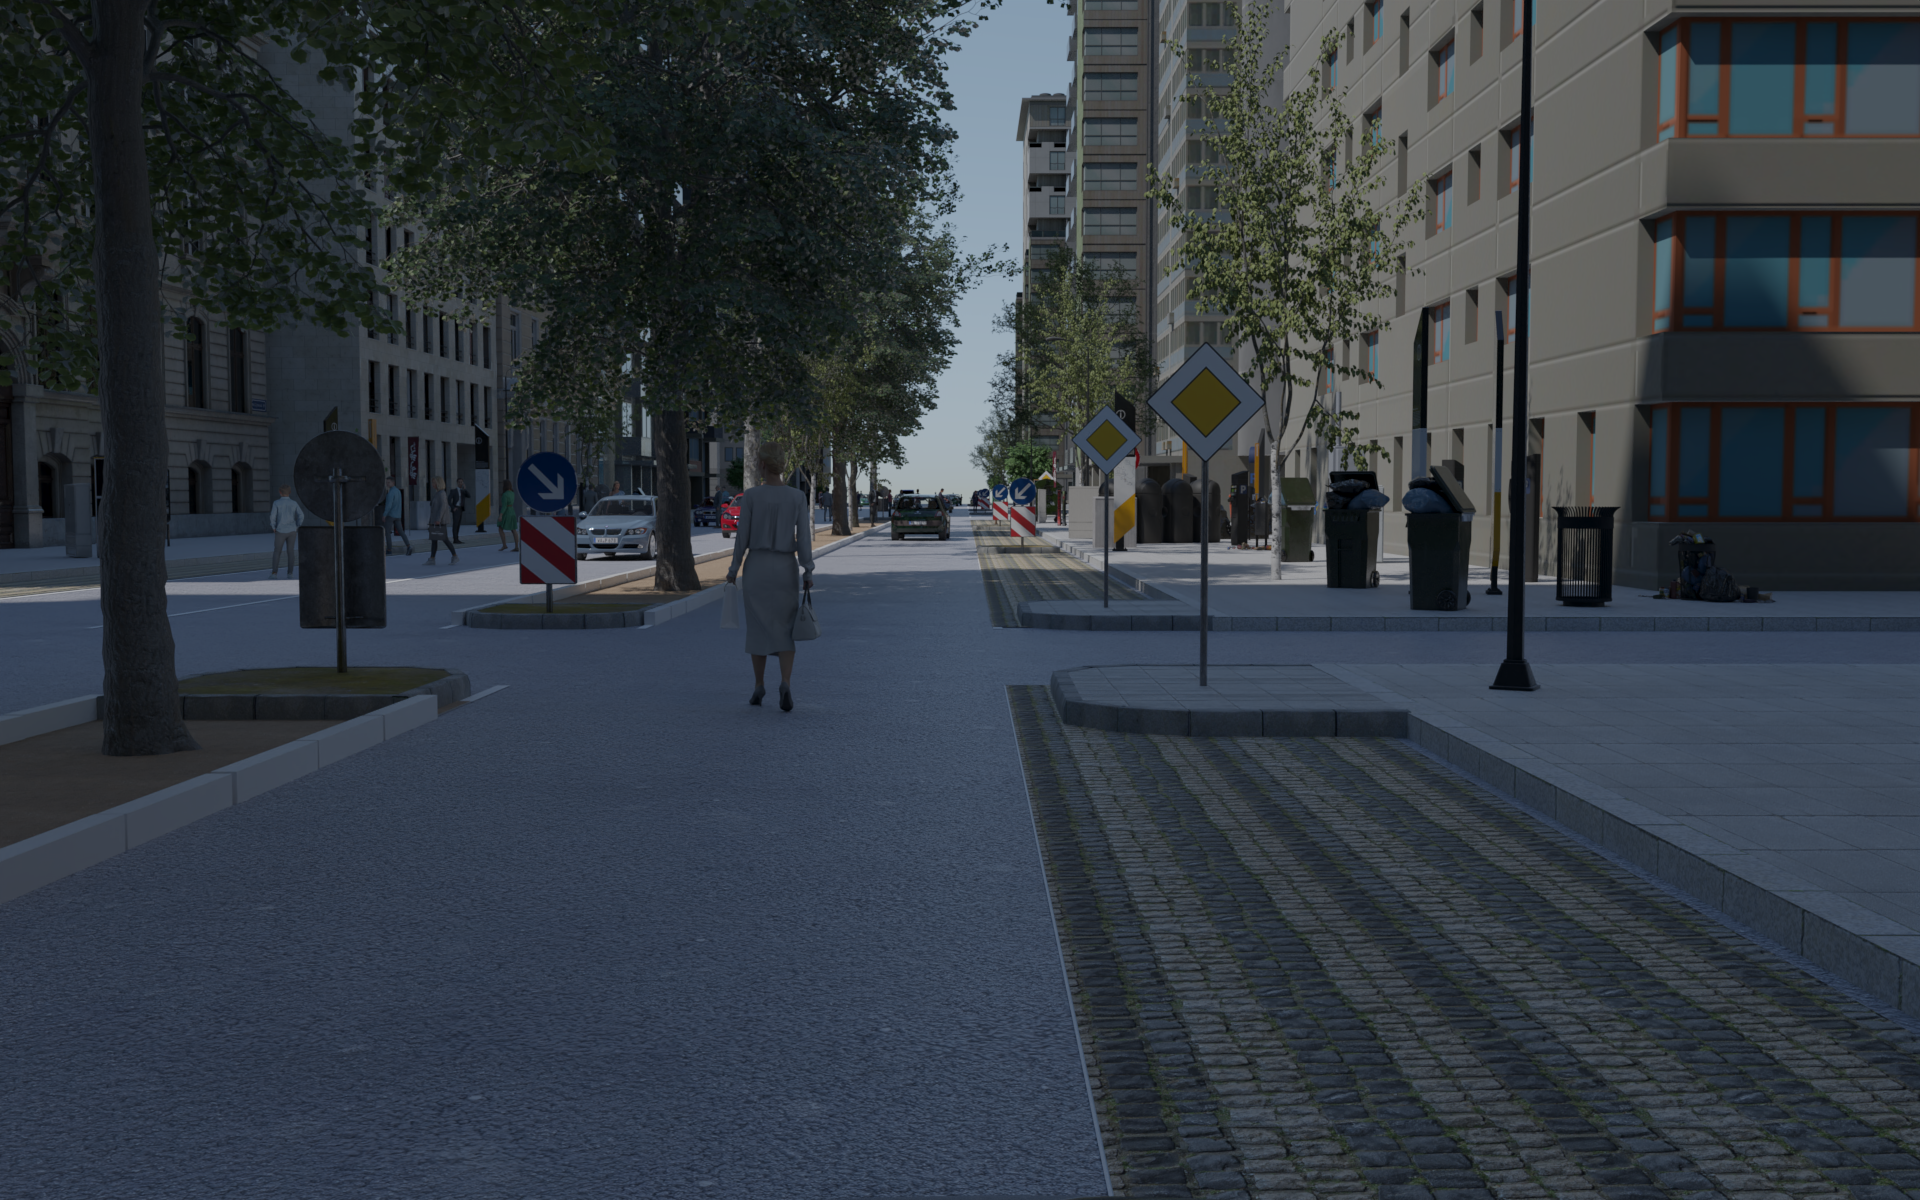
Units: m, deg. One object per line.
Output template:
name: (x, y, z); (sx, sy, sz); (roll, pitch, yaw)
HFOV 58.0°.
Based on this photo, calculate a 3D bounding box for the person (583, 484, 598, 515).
person: (-14.259, -3.582, 67.166); (0.694, 1.812, 0.767); (1, 4, 9)

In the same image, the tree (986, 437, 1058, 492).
tree: (3.974, -7.007, 98.284); (4.285, 4.588, 4.351); (0, 3, 0)

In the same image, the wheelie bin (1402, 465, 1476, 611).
wheelie bin: (5.304, -0.693, 19.237); (0.693, 1.594, 0.980); (2, 4, 30)

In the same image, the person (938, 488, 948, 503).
person: (-0.965, -5.515, 99.122); (0.568, 1.767, 0.683); (0, 4, 1)

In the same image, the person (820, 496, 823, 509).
person: (-13.211, -9.500, 167.019); (0.628, 1.438, 0.799); (0, 4, 4)

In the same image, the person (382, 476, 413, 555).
person: (-13.165, -1.956, 40.344); (0.748, 1.841, 0.638); (1, 4, 20)

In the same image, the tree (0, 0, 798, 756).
tree: (-4.420, -5.396, 8.803); (7.486, 12.596, 7.792); (0, 3, 0)

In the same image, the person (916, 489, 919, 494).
person: (-2.333, -5.362, 96.988); (1.217, 1.723, 0.721); (1, 4, 15)

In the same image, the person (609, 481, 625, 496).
person: (-10.193, -2.611, 51.292); (0.616, 1.811, 0.778); (-1, 4, -15)

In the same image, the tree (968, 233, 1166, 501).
tree: (4.272, -7.829, 62.420); (7.601, 10.594, 8.767); (0, 4, 6)

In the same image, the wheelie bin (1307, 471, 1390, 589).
wheelie bin: (5.383, -0.965, 23.679); (0.980, 1.594, 0.693); (2, 4, 31)

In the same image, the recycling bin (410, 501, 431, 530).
recycling bin: (-19.136, -3.008, 61.734); (0.722, 1.027, 0.722); (-3, 4, -38)

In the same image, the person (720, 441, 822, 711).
person: (-1.280, -0.163, 11.516); (0.694, 1.780, 0.624); (0, 4, 2)

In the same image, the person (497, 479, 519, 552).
person: (-11.233, -2.098, 43.051); (0.529, 1.795, 0.600); (0, 4, 5)

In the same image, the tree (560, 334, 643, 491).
tree: (-16.125, -7.670, 75.772); (4.737, 8.622, 4.395); (0, 3, 0)

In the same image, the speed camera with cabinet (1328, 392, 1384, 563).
speed camera with cabinet: (7.526, -2.358, 32.892); (0.660, 3.252, 2.038); (0, 4, -1)

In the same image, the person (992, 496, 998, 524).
person: (1.708, -4.431, 81.190); (0.600, 1.795, 0.529); (2, 4, 27)

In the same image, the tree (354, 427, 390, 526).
tree: (-17.363, -3.400, 50.188); (1.663, 3.219, 1.824); (0, 3, 0)

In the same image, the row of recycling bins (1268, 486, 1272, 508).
row of recycling bins: (12.150, -3.136, 58.386); (3.534, 1.692, 1.069); (1, 4, 19)

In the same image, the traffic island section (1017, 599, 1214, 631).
traffic island section: (1.670, 0.165, 19.586); (2.009, 0.180, 2.903); (0, 4, 0)

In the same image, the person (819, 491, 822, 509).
person: (-13.451, -9.760, 168.527); (0.568, 1.767, 0.683); (0, 4, 2)

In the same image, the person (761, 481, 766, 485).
person: (-6.168, -2.837, 54.791); (0.656, 1.842, 0.836); (-1, 4, -10)

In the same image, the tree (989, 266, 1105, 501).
tree: (3.893, -6.426, 55.434); (4.737, 8.622, 4.395); (0, 3, 0)

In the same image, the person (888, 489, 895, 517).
person: (-4.299, -6.072, 108.489); (0.721, 1.743, 1.217); (-1, 4, -17)

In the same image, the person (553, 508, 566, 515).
person: (-11.201, -2.453, 48.632); (0.654, 1.822, 0.581); (1, 4, 23)

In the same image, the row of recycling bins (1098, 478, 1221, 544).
row of recycling bins: (5.269, -2.334, 45.272); (3.534, 1.692, 1.069); (-2, 4, -25)

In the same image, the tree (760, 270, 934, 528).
tree: (-4.605, -8.901, 73.749); (9.928, 11.665, 9.643); (0, 3, 0)

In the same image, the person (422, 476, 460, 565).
person: (-10.443, -1.601, 34.852); (0.728, 1.800, 0.709); (-2, 4, -26)

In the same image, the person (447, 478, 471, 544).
person: (-14.399, -2.568, 49.841); (0.474, 1.900, 0.648); (1, 4, 20)

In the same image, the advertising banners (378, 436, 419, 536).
advertising banners: (-17.202, -3.474, 52.995); (2.074, 3.025, 0.090); (2, 4, 34)

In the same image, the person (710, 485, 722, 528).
person: (-10.159, -3.888, 72.252); (0.590, 1.801, 0.661); (-1, 4, -16)

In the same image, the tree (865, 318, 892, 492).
tree: (-4.226, -6.960, 66.610); (4.360, 8.622, 3.978); (0, 3, 0)

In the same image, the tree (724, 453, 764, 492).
tree: (-16.766, -9.260, 135.118); (4.285, 4.588, 4.351); (0, 3, 0)

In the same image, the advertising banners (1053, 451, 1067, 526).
advertising banners: (4.020, -4.511, 69.940); (0.090, 3.025, 2.074); (-1, 4, -11)

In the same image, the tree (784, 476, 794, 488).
tree: (-16.228, -10.030, 158.593); (1.663, 3.219, 1.824); (0, 3, 0)

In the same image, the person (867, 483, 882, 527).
person: (-3.690, -4.120, 75.223); (0.474, 1.900, 0.648); (2, 4, 28)

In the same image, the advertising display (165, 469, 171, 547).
advertising display: (-19.726, -2.256, 42.094); (0.974, 1.923, 0.123); (-2, 4, -32)

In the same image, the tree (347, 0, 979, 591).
tree: (-4.189, -7.098, 25.161); (9.857, 13.997, 8.962); (0, 3, 0)

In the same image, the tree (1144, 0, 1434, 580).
tree: (4.712, -4.590, 25.412); (4.737, 8.622, 4.395); (0, 3, 0)

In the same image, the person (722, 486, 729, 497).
person: (-12.556, -5.162, 92.761); (0.748, 1.841, 0.638); (3, 5, 44)

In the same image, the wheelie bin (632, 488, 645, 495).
wheelie bin: (-16.237, -4.874, 87.597); (0.693, 1.594, 0.980); (0, 4, 1)

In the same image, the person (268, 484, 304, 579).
person: (-11.455, -1.169, 29.420); (0.589, 1.601, 0.330); (-2, 4, -30)

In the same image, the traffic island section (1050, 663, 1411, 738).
traffic island section: (1.648, 0.653, 11.601); (2.009, 0.180, 2.903); (0, 4, 0)

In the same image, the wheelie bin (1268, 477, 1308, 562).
wheelie bin: (6.259, -1.518, 32.735); (0.980, 1.594, 0.693); (-1, 4, -18)

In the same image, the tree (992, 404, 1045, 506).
tree: (4.288, -11.087, 131.632); (4.360, 8.622, 3.978); (0, 3, 0)

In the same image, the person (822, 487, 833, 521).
person: (-6.958, -5.025, 90.928); (0.678, 1.792, 0.850); (1, 4, 11)

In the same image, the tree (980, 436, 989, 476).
tree: (4.210, -13.059, 163.871); (4.737, 8.622, 4.395); (0, 3, 0)

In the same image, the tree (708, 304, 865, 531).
tree: (-4.757, -5.727, 46.458); (4.360, 8.622, 3.978); (0, 3, 0)

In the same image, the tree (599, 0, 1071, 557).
tree: (-3.445, -10.959, 37.533); (12.611, 20.169, 13.585); (0, 3, 0)

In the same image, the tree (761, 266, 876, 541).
tree: (-4.470, -6.068, 52.032); (4.737, 8.622, 4.395); (0, 3, 0)

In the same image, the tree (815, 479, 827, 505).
tree: (-16.211, -12.873, 205.080); (1.663, 3.219, 1.824); (0, 3, 0)
